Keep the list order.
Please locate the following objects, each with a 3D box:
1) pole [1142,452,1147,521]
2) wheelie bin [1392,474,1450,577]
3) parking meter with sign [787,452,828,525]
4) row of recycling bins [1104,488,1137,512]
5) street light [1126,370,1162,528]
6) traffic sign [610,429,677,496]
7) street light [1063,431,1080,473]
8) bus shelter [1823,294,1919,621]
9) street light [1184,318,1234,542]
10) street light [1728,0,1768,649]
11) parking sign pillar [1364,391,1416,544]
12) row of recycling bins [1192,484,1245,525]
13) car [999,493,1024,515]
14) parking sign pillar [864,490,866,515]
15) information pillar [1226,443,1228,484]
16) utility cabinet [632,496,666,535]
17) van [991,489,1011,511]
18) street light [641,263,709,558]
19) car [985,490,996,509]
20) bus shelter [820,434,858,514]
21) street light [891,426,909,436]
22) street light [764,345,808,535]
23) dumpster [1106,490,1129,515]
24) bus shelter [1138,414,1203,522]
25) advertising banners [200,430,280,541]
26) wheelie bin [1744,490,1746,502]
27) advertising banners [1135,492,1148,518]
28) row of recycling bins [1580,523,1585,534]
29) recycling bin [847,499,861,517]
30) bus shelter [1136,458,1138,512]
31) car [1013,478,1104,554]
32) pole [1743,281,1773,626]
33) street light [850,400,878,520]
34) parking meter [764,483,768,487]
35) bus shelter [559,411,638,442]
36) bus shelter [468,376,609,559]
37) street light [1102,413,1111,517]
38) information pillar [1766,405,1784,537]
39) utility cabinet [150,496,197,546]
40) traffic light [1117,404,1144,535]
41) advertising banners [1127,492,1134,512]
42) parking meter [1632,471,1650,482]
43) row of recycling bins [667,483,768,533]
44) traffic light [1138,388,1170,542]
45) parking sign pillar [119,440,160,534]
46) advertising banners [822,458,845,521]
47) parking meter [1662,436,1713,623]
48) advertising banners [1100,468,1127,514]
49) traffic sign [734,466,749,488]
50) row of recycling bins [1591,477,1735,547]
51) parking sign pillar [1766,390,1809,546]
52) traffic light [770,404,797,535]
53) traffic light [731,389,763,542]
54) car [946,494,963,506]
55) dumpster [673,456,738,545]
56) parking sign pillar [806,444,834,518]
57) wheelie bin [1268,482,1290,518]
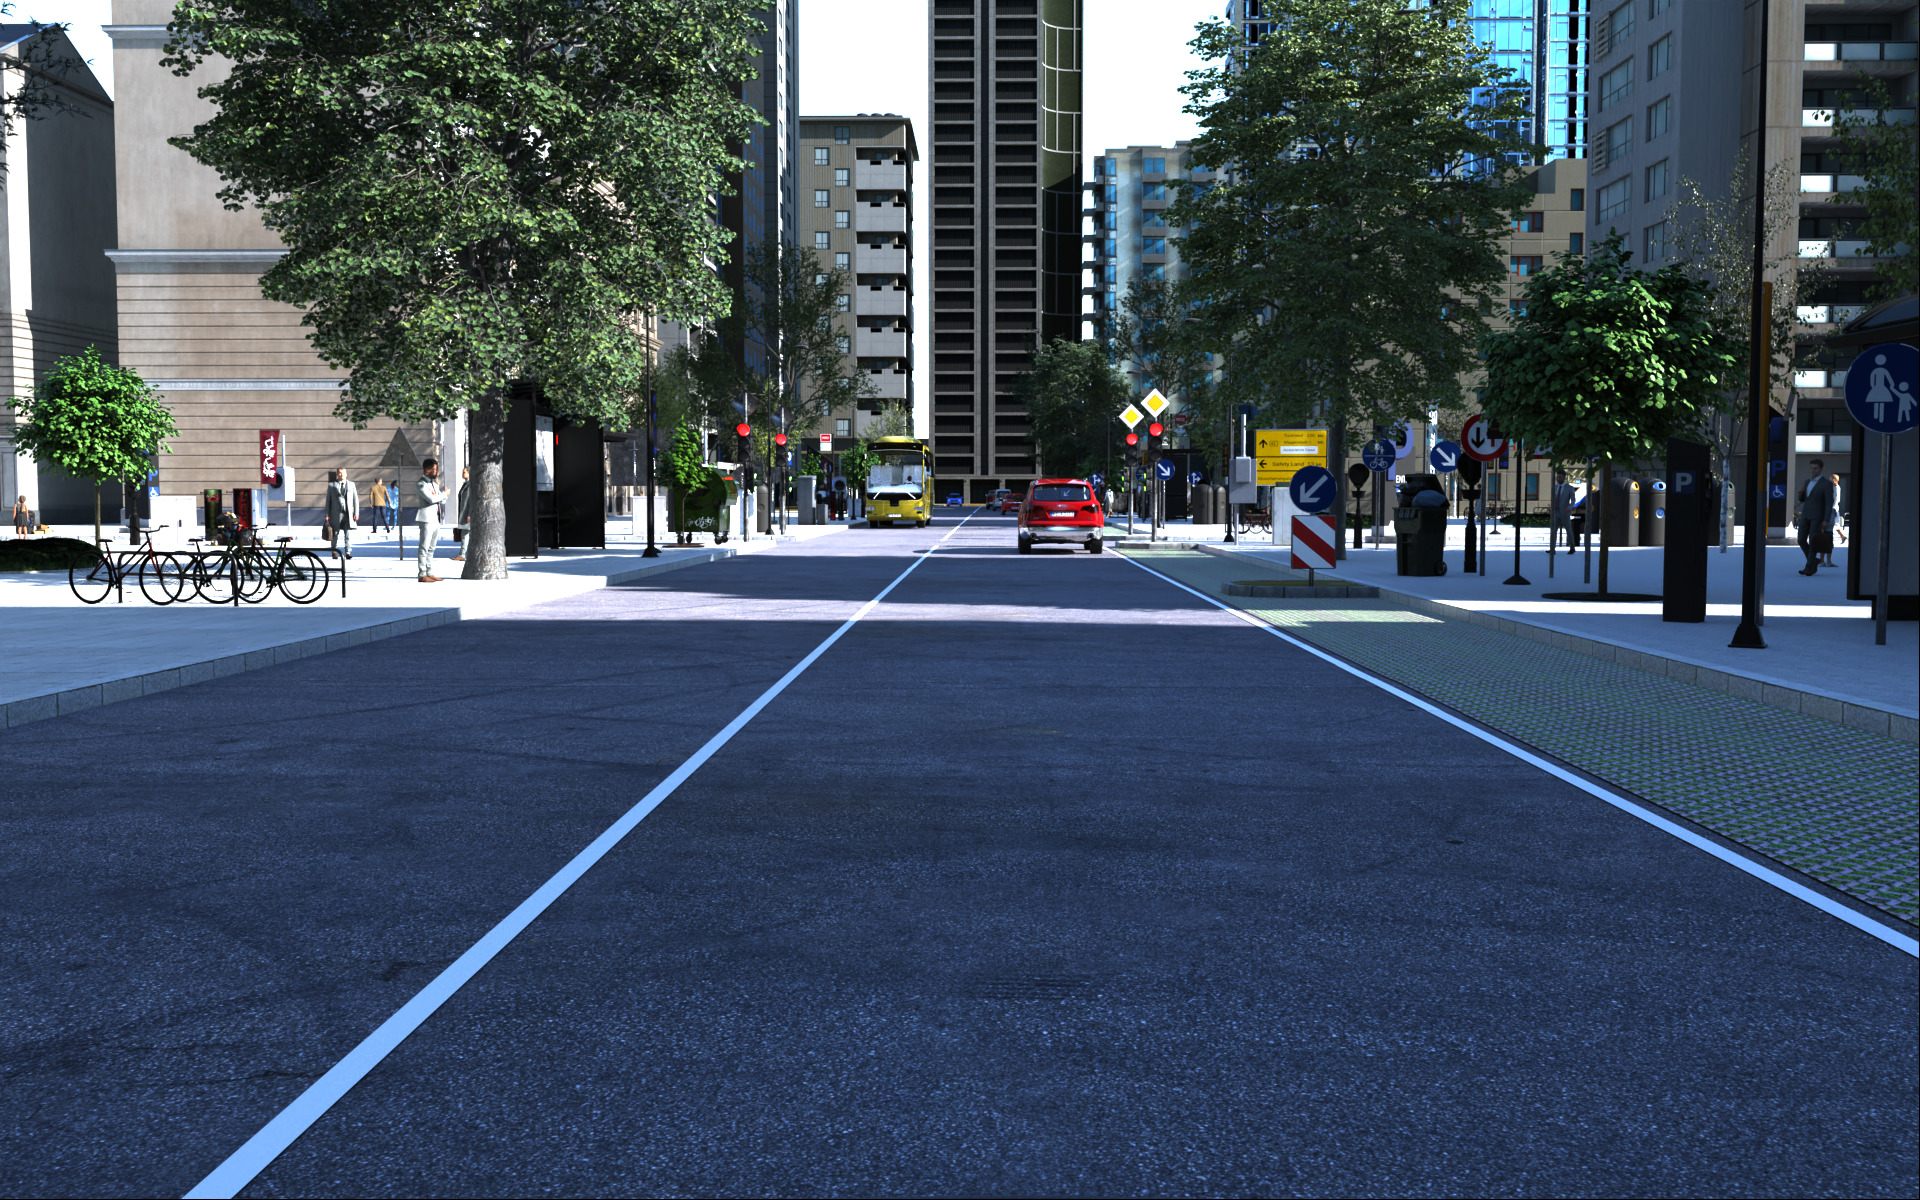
[{"bbox_3d":[8.913,-5.500,83.773,0.158,3.312,0.155,0,3,0],"label":"pole"},{"bbox_3d":[7.216,-1.174,27.111,0.693,1.594,0.980,-2,4,-31],"label":"wheelie bin"},{"bbox_3d":[-6.300,-4.590,71.314,1.738,3.016,0.543,1,4,16],"label":"parking meter with sign"},{"bbox_3d":[12.003,-7.117,123.480,3.534,1.692,1.069,0,4,4],"label":"row of recycling bins"},{"bbox_3d":[6.954,-5.669,65.226,1.470,5.913,1.316,0,4,1],"label":"street light"},{"bbox_3d":[-9.901,-3.697,54.327,2.265,3.308,0.079,1,4,10],"label":"traffic sign"},{"bbox_3d":[8.323,-9.541,128.530,1.470,5.913,1.316,0,4,1],"label":"street light"},{"bbox_3d":[9.781,-1.289,14.992,2.014,3.302,5.546,0,4,1],"label":"bus shelter"},{"bbox_3d":[6.624,-4.490,45.950,1.470,5.913,1.316,0,4,1],"label":"street light"},{"bbox_3d":[6.072,-2.559,14.376,1.470,5.913,1.316,0,4,1],"label":"street light"},{"bbox_3d":[11.326,-3.470,45.203,1.447,3.967,1.447,-3,5,-40],"label":"parking sign pillar"},{"bbox_3d":[11.087,-4.076,73.747,1.069,1.692,3.534,3,5,39],"label":"row of recycling bins"},{"bbox_3d":[3.736,-6.715,118.827,2.155,1.783,4.494,0,4,0],"label":"car"},{"bbox_3d":[-5.911,-7.387,109.243,1.447,3.967,1.447,0,4,1],"label":"parking sign pillar"},{"bbox_3d":[12.347,-5.392,79.515,0.183,3.616,0.504,3,5,42],"label":"information pillar"},{"bbox_3d":[-9.696,-2.620,54.004,1.020,1.237,0.306,0,4,-6],"label":"utility cabinet"},{"bbox_3d":[3.619,-8.577,147.241,2.013,2.044,4.112,0,4,0],"label":"van"},{"bbox_3d":[-5.744,-3.816,34.927,1.470,5.913,1.316,0,4,1],"label":"street light"},{"bbox_3d":[3.499,-9.440,163.008,2.281,1.827,5.304,0,4,2],"label":"car"},{"bbox_3d":[-8.132,-8.561,117.596,2.179,5.291,8.768,0,4,1],"label":"bus shelter"},{"bbox_3d":[-4.119,-8.875,117.639,1.470,5.913,1.316,0,4,1],"label":"street light"},{"bbox_3d":[-5.427,-4.991,54.151,1.470,5.913,1.316,0,4,1],"label":"street light"},{"bbox_3d":[9.497,-6.059,104.820,1.264,1.857,1.865,0,4,1],"label":"dumpster"},{"bbox_3d":[10.258,-6.521,84.244,2.179,5.291,8.768,0,4,1],"label":"bus shelter"},{"bbox_3d":[-19.558,-3.115,47.111,2.074,3.025,0.090,-1,4,-10],"label":"advertising banners"},{"bbox_3d":[24.651,-2.786,53.451,0.693,1.594,0.980,0,4,-6],"label":"wheelie bin"},{"bbox_3d":[10.583,-5.928,93.104,2.074,3.025,0.090,0,4,-2],"label":"advertising banners"},{"bbox_3d":[21.528,-2.970,55.678,3.534,1.692,1.069,3,5,40],"label":"row of recycling bins"},{"bbox_3d":[-5.947,-5.181,97.266,0.722,1.027,0.722,-1,4,-8],"label":"recycling bin"},{"bbox_3d":[11.178,-7.477,99.873,2.179,5.291,8.768,0,4,1],"label":"bus shelter"},{"bbox_3d":[2.457,-2.104,43.079,2.281,1.827,5.304,0,4,2],"label":"car"},{"bbox_3d":[7.726,-1.403,16.783,0.158,3.312,0.155,0,3,0],"label":"pole"},{"bbox_3d":[-4.759,-6.943,86.057,1.470,5.913,1.316,0,4,1],"label":"street light"},{"bbox_3d":[-9.903,-5.073,88.661,0.399,1.863,0.255,3,5,42],"label":"parking meter"},{"bbox_3d":[-9.750,-3.070,44.117,2.014,3.302,5.546,0,4,1],"label":"bus shelter"},{"bbox_3d":[-8.825,-2.812,37.260,1.731,3.624,6.357,0,4,1],"label":"bus shelter"},{"bbox_3d":[7.763,-7.609,96.955,1.470,5.913,1.316,0,4,1],"label":"street light"},{"bbox_3d":[21.304,-3.294,45.218,0.504,3.616,0.183,2,4,35],"label":"information pillar"},{"bbox_3d":[-19.692,-1.969,43.362,1.020,1.237,0.306,-1,4,-12],"label":"utility cabinet"},{"bbox_3d":[5.316,-3.982,54.033,0.839,4.253,0.868,0,4,1],"label":"traffic light"},{"bbox_3d":[12.507,-7.676,121.697,2.074,3.025,0.090,3,4,37],"label":"advertising banners"},{"bbox_3d":[17.383,-2.360,44.291,0.399,1.863,0.255,0,4,1],"label":"parking meter"},{"bbox_3d":[-8.092,-3.111,57.970,3.534,1.692,1.069,1,4,8],"label":"row of recycling bins"},{"bbox_3d":[5.156,-3.494,46.049,0.839,4.253,0.868,0,4,1],"label":"traffic light"},{"bbox_3d":[-26.852,-4.180,56.810,1.447,3.967,1.447,2,4,32],"label":"parking sign pillar"},{"bbox_3d":[-6.154,-5.373,84.038,0.090,3.025,2.074,-2,4,-34],"label":"advertising banners"},{"bbox_3d":[7.290,-0.712,17.346,0.399,1.863,0.255,3,5,41],"label":"parking meter"},{"bbox_3d":[9.955,-7.182,113.610,2.074,3.025,0.090,-2,4,-34],"label":"advertising banners"},{"bbox_3d":[-9.917,-4.805,78.671,0.768,2.556,0.104,1,4,9],"label":"traffic sign"},{"bbox_3d":[17.367,-2.170,42.590,3.534,1.692,1.069,-1,4,-14],"label":"row of recycling bins"},{"bbox_3d":[20.668,-3.367,43.518,1.447,3.967,1.447,2,4,33],"label":"parking sign pillar"},{"bbox_3d":[-5.543,-3.995,54.233,0.839,4.253,0.868,0,4,1],"label":"traffic light"},{"bbox_3d":[-5.703,-3.506,46.250,0.839,4.253,0.868,0,4,1],"label":"traffic light"},{"bbox_3d":[-0.613,-11.725,201.288,1.945,1.707,3.694,0,4,1],"label":"car"},{"bbox_3d":[-6.578,-2.562,44.382,1.502,2.255,1.985,0,4,1],"label":"dumpster"},{"bbox_3d":[-7.672,-6.401,93.124,1.447,3.967,1.447,1,4,22],"label":"parking sign pillar"},{"bbox_3d":[8.372,-2.245,44.620,0.980,1.594,0.693,-1,4,-23],"label":"wheelie bin"}]
